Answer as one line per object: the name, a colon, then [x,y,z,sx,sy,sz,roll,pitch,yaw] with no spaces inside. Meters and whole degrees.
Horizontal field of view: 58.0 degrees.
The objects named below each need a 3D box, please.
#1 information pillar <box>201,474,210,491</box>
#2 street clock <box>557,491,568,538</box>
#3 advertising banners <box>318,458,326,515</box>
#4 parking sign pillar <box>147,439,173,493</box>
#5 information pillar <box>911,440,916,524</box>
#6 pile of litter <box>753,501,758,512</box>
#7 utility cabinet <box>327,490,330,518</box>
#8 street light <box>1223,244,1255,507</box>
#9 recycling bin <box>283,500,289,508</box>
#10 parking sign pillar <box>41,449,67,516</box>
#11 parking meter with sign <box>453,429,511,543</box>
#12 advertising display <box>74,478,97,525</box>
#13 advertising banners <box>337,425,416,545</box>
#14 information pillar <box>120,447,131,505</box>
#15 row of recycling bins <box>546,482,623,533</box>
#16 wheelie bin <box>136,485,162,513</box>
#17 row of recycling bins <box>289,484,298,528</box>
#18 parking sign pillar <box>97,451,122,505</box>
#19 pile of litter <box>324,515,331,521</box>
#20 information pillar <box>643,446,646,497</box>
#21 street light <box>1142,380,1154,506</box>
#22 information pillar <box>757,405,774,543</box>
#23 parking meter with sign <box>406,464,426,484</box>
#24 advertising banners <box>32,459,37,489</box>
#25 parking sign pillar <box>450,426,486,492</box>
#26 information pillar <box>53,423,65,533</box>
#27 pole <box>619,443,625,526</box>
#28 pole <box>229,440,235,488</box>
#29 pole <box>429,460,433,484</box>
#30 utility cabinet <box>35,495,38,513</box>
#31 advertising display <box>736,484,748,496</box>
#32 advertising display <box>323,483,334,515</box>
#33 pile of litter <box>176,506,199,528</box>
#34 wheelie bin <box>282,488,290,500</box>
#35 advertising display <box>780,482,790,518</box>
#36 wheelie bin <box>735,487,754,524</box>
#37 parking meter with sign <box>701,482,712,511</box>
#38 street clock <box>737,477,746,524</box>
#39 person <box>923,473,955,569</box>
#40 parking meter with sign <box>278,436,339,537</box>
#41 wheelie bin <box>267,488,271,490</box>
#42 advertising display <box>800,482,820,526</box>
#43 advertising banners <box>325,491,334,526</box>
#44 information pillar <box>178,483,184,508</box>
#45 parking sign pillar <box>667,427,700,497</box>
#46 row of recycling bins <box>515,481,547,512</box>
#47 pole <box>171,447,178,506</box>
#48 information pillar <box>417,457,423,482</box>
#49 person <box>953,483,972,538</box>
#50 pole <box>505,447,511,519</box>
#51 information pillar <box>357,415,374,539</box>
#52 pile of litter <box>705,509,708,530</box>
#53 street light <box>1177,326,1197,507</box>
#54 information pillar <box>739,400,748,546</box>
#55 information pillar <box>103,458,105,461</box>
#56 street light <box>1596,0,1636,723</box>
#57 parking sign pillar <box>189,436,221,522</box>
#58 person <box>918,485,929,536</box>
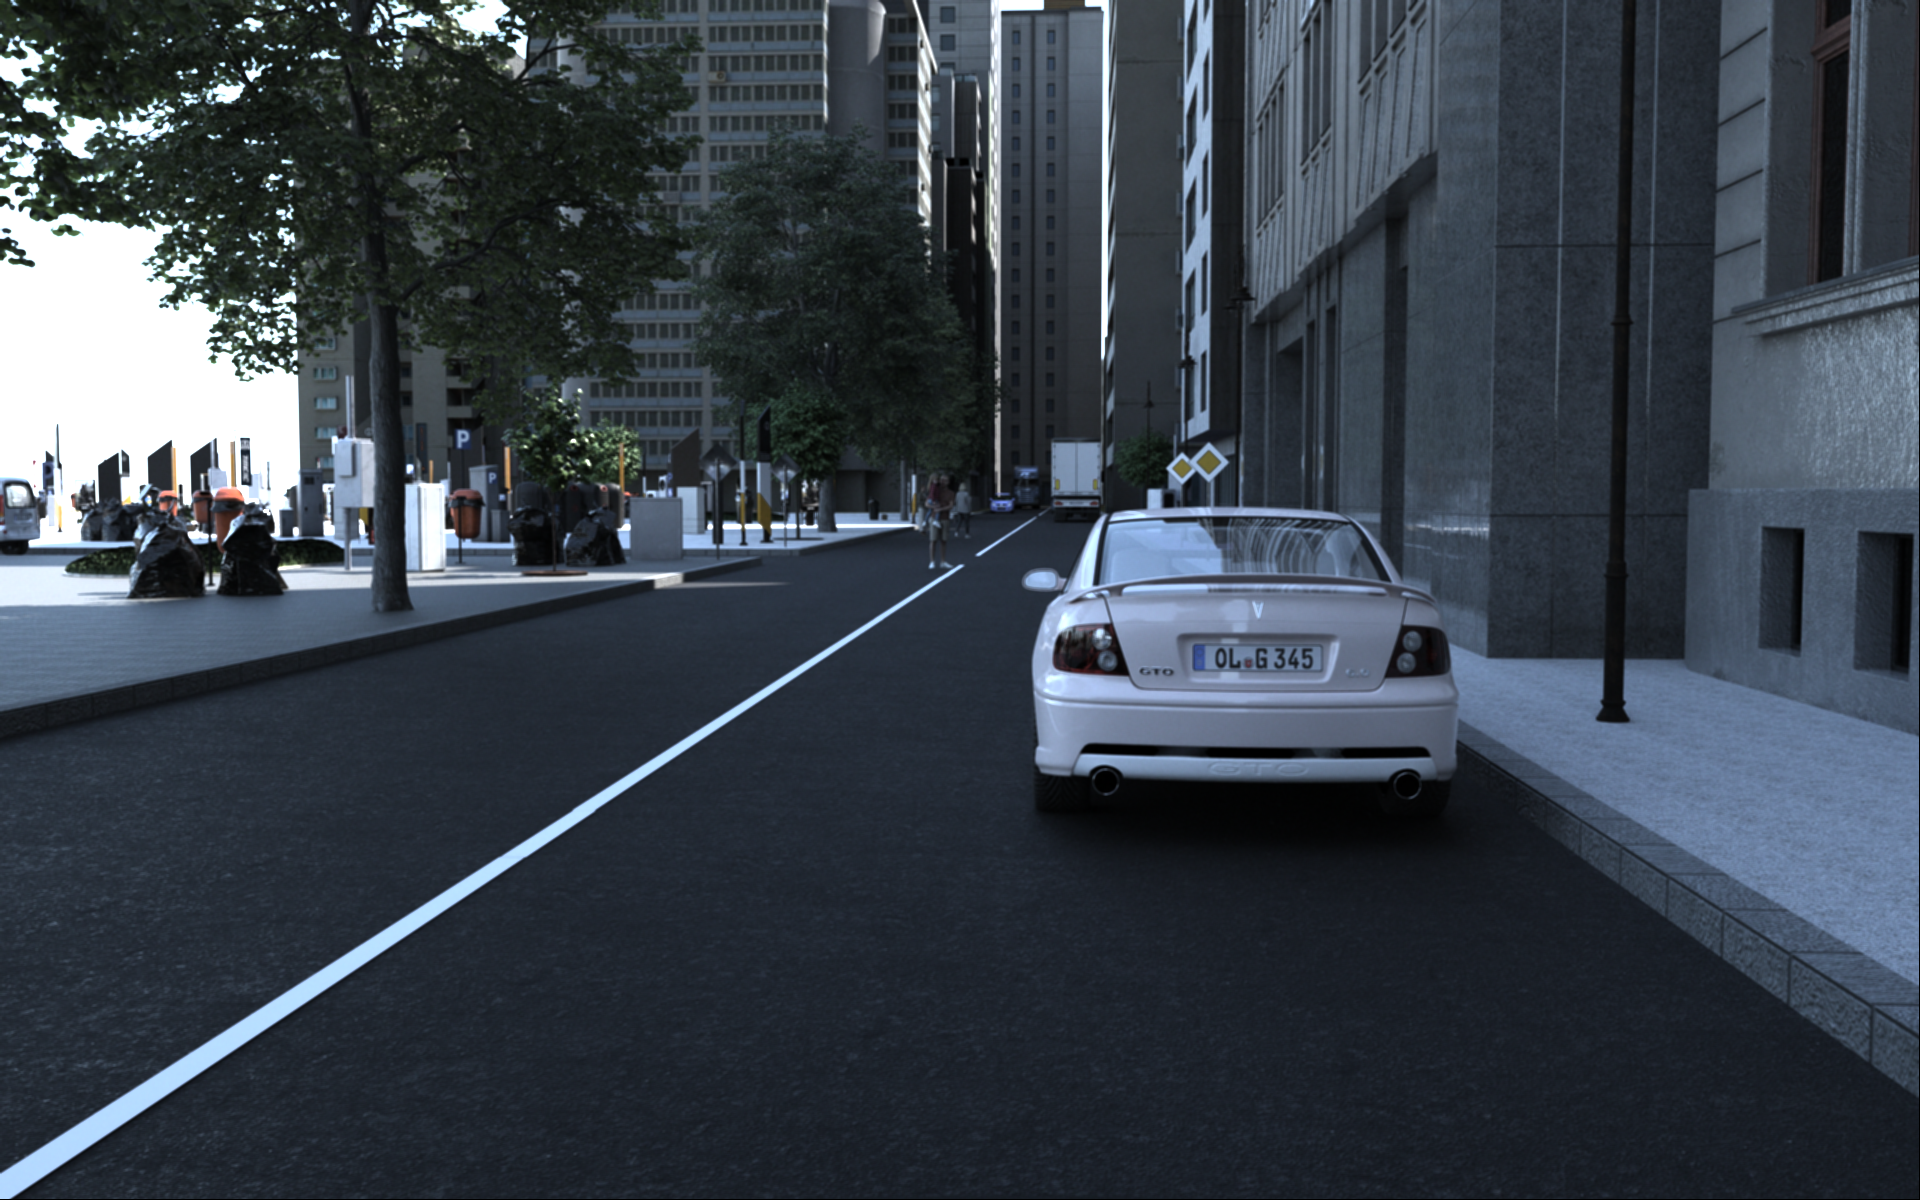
information pillar: [-27.665,-3.616,63.615,0.304,2.012,0.304,-2,4,-35]
street clock: [-11.501,-2.780,50.018,0.358,2.002,0.471,1,4,10]
advertising banners: [-31.059,-5.390,84.318,0.090,3.025,2.074,-1,4,-10]
parking sign pillar: [-38.885,-5.868,84.407,1.447,3.967,1.447,0,4,5]
information pillar: [-1.983,-5.089,74.564,0.183,3.616,0.504,-1,4,-11]
pile of litter: [-13.957,-6.223,115.705,1.719,0.858,1.176,1,4,10]
utility cabinet: [-33.177,-5.101,92.079,1.173,1.500,0.318,3,4,38]
street light: [5.173,-3.638,32.261,0.468,5.910,1.993,0,4,4]
recycling bin: [-30.345,-4.056,78.866,0.722,1.027,0.722,0,4,-6]
parking sign pillar: [-54.369,-7.052,103.765,1.447,3.967,1.447,1,4,22]
parking meter with sign: [-12.658,-3.044,46.023,1.738,3.016,0.543,2,4,34]
advertising display: [-36.267,-4.075,71.834,0.974,1.923,0.123,1,4,14]
advertising banners: [-14.698,-2.907,43.724,2.074,3.025,0.090,0,4,6]
information pillar: [-41.895,-5.849,86.985,0.183,3.616,0.504,2,4,31]
row of recycling bins: [-13.352,-3.384,62.440,1.069,1.692,3.534,1,4,20]
wheelie bin: [-26.781,-3.019,57.264,0.693,1.594,0.980,-3,5,-40]
row of recycling bins: [-25.595,-3.701,67.625,1.069,1.692,3.534,-1,4,-18]
parking sign pillar: [-52.962,-7.302,107.857,1.447,3.967,1.447,-1,4,-13]
pile of litter: [-30.043,-4.146,81.755,1.176,0.858,1.719,-1,4,-18]
information pillar: [-15.225,-5.645,83.650,0.183,3.616,0.504,0,4,-4]
street light: [7.649,-5.969,70.376,0.468,5.910,1.993,0,4,4]
information pillar: [-5.128,-3.306,45.407,0.183,3.616,0.504,2,4,32]
parking meter with sign: [-32.057,-6.520,102.855,0.543,3.016,1.738,1,4,22]
advertising banners: [-46.607,-5.532,86.641,0.090,3.025,2.074,0,4,-4]
parking sign pillar: [-19.462,-4.898,68.560,1.447,3.967,1.447,0,4,5]
information pillar: [-29.781,-4.025,57.161,0.183,3.616,0.504,-3,5,-41]
pole: [-13.468,-4.595,68.976,0.158,3.312,0.155,0,3,0]
pole: [-27.687,-4.408,65.919,0.158,3.312,0.155,0,3,0]
pole: [-31.998,-6.789,104.840,0.158,3.312,0.155,0,3,0]
utility cabinet: [-56.923,-5.799,105.973,1.020,1.237,0.306,-3,5,-41]
advertising display: [-13.350,-6.169,106.080,0.974,1.923,0.123,3,5,44]
advertising display: [-37.535,-5.985,103.068,0.123,1.923,0.974,2,4,33]
pile of litter: [-29.290,-3.135,65.225,1.719,0.858,1.176,2,4,31]
wheelie bin: [-36.318,-5.274,94.138,0.980,1.594,0.693,-2,4,-26]
advertising display: [-9.463,-5.419,93.822,0.123,1.923,0.974,-2,4,-31]
wheelie bin: [-9.372,-4.132,75.465,0.693,1.594,0.980,-2,4,-30]
parking meter with sign: [-16.296,-7.042,111.397,1.738,3.016,0.543,-1,4,-9]
street clock: [-9.346,-4.252,74.089,0.358,2.002,0.471,-1,4,-23]
person: [-0.423,-1.526,33.429,0.573,1.828,0.580,2,4,33]
parking meter with sign: [-19.463,-3.397,51.799,1.738,3.016,0.543,-3,4,-36]
wheelie bin: [-34.670,-4.818,86.683,0.693,1.594,0.980,1,4,12]
advertising display: [-5.969,-3.890,68.815,0.123,1.923,0.974,3,5,43]
advertising banners: [-25.002,-4.547,70.527,0.090,3.025,2.074,1,4,19]
information pillar: [-53.663,-7.025,119.342,0.304,2.012,0.304,-1,4,-12]
parking sign pillar: [-11.098,-4.957,69.520,1.447,3.967,1.447,-3,5,-43]
row of recycling bins: [-16.003,-3.683,67.329,1.069,1.692,3.534,-3,4,-38]
pole: [-33.793,-4.937,74.561,0.158,3.312,0.155,0,3,0]
information pillar: [-34.042,-7.206,109.179,0.504,3.616,0.183,3,5,40]
person: [0.028,-2.898,56.070,0.709,1.800,0.728,2,4,35]
pole: [-19.491,-4.941,74.634,0.158,3.312,0.155,0,3,0]
information pillar: [-17.093,-3.585,49.971,0.504,3.616,0.183,0,4,-5]
pile of litter: [-9.478,-2.910,61.547,1.176,0.858,1.719,1,4,10]
street light: [6.243,-4.587,47.789,0.468,5.910,1.993,0,4,4]
information pillar: [-5.399,-3.163,43.063,0.183,3.616,0.504,0,4,-3]
information pillar: [-55.223,-7.380,112.014,0.504,3.616,0.183,3,5,41]
street light: [3.693,-2.253,9.620,0.468,5.910,1.993,0,4,4]
parking sign pillar: [-35.344,-5.668,81.138,1.447,3.967,1.447,0,4,0]
person: [-1.248,-3.106,59.825,0.362,1.759,0.519,1,4,21]
